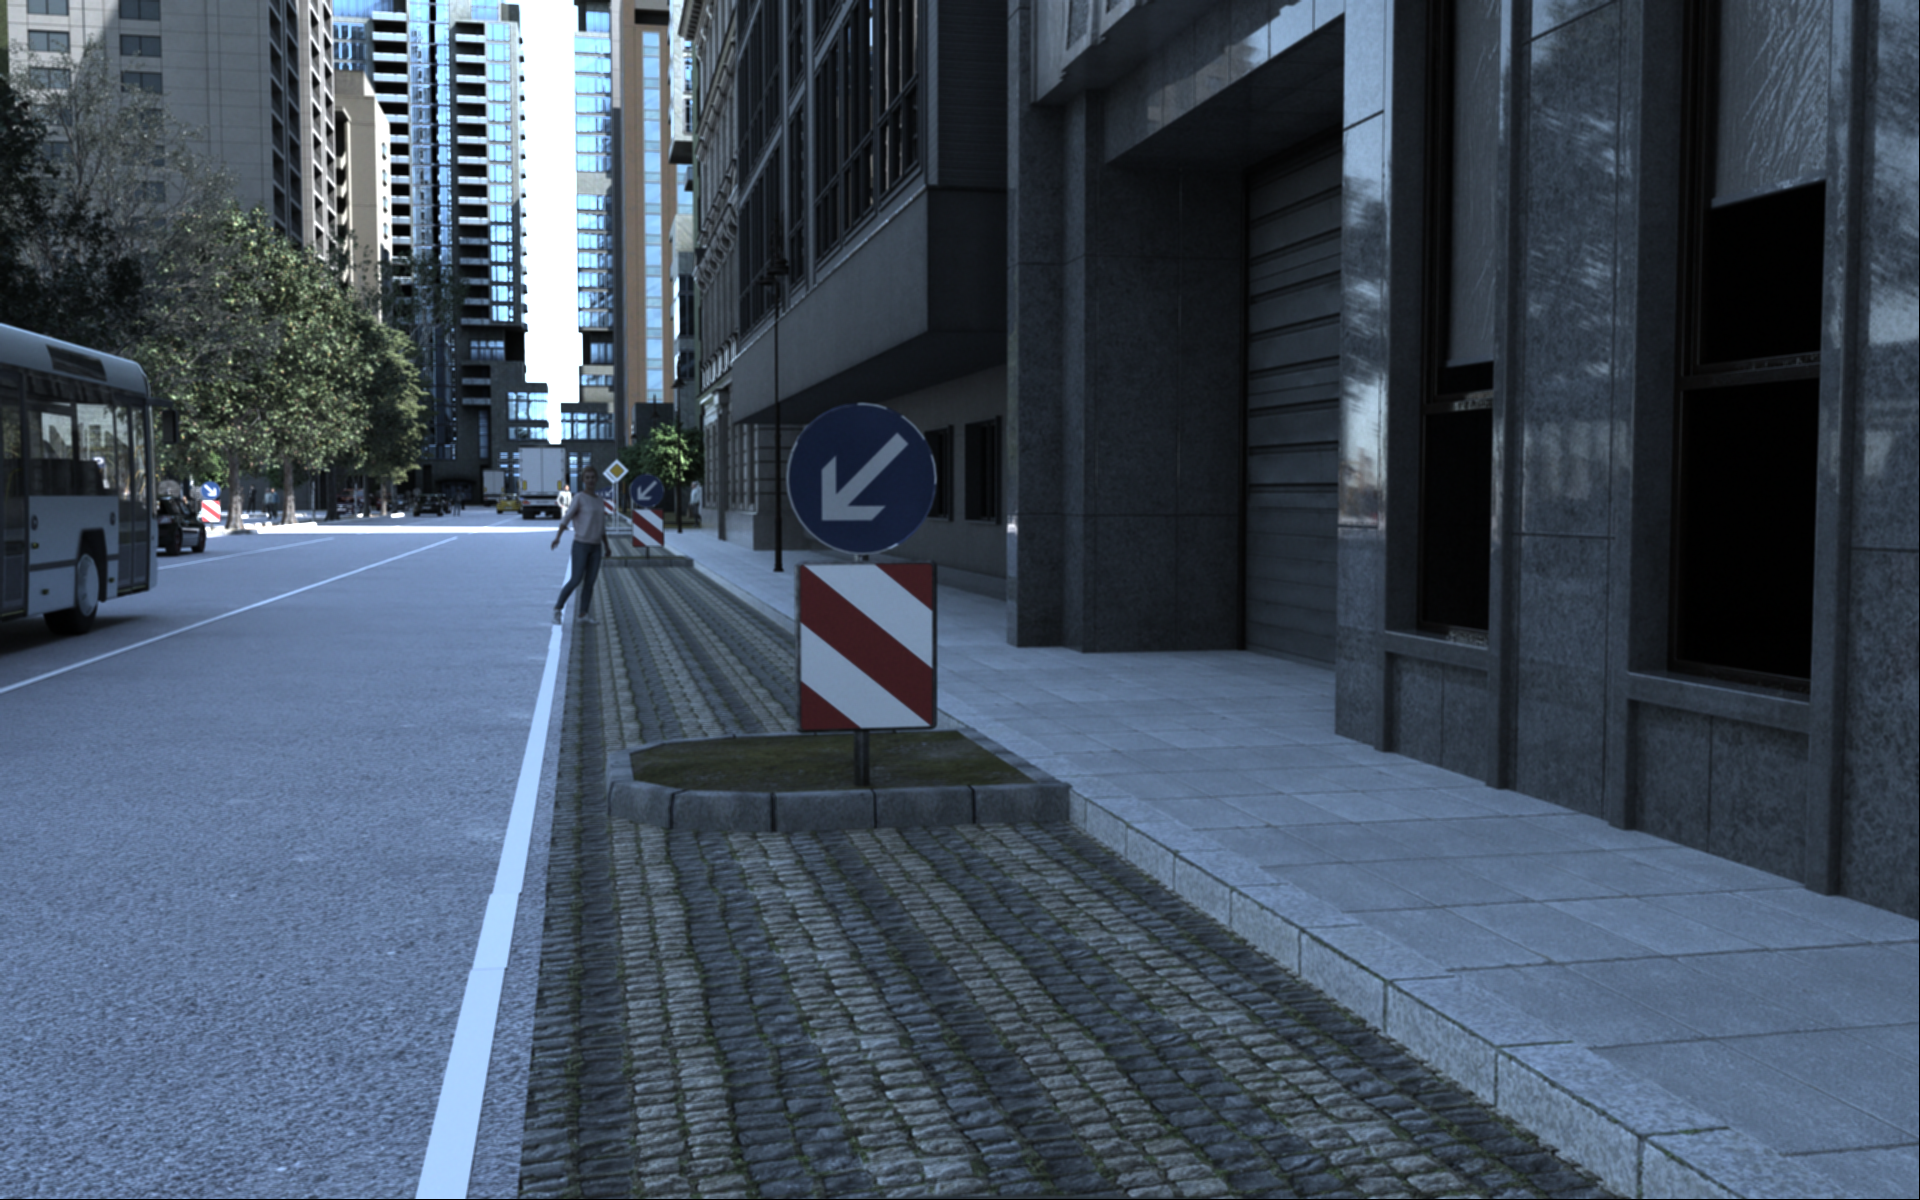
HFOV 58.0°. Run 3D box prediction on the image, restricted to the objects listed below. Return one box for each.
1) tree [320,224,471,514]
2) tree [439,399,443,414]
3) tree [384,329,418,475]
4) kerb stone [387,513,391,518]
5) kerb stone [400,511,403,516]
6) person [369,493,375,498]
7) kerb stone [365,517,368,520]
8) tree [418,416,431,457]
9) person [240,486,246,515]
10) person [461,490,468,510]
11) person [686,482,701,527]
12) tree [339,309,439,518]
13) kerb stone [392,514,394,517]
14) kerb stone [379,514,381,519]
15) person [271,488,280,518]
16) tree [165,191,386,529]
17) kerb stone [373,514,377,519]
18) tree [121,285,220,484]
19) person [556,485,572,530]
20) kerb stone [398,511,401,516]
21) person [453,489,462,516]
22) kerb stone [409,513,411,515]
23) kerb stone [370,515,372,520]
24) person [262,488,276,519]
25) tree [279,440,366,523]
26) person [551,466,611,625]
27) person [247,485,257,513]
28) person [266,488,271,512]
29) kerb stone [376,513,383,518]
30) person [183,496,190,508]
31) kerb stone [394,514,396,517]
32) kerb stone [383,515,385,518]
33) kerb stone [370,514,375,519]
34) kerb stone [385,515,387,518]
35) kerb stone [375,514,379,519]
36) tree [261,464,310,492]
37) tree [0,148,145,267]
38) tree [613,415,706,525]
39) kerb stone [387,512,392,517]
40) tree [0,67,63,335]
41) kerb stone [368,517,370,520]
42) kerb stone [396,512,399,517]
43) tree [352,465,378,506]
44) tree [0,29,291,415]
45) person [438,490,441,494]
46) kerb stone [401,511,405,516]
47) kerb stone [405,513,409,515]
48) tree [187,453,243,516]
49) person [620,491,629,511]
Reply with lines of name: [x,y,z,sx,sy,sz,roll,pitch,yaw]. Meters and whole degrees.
tree: [-41.212,-16.126,122.001,12.611,20.169,13.585,0,3,0]
tree: [-37.675,-11.746,112.633,7.486,12.596,7.792,0,3,0]
tree: [-29.294,-9.532,75.316,9.611,12.733,9.660,0,3,0]
kerb stone: [-34.897,-5.084,105.349,0.120,0.150,1.000,-1,4,-12]
kerb stone: [-36.417,-5.515,112.369,0.120,0.150,1.000,-1,4,-12]
person: [-60.793,-10.364,178.677,0.628,1.438,0.799,1,4,11]
kerb stone: [-32.523,-4.411,94.317,0.120,0.150,1.000,-1,4,-12]
tree: [-32.683,-10.424,89.889,9.611,12.733,9.660,0,3,0]
person: [-44.811,-6.224,108.149,0.374,1.781,0.599,0,4,1]
person: [-45.327,-9.148,158.051,0.705,1.826,1.348,-3,5,-42]
person: [-10.325,-3.733,67.556,0.515,1.767,0.782,-2,4,-35]
tree: [-36.244,-11.291,105.195,7.486,12.596,7.792,0,3,0]
kerb stone: [-35.336,-5.208,107.351,0.120,0.150,1.000,-1,4,-12]
kerb stone: [-33.822,-4.780,100.347,0.120,0.150,1.000,-1,4,-12]
person: [-40.666,-5.747,102.806,0.601,1.785,0.444,3,4,38]
tree: [-27.392,-8.909,65.120,9.611,12.733,9.660,0,3,0]
kerb stone: [-33.384,-4.657,98.335,0.120,0.150,1.000,-1,4,-12]
tree: [-43.493,-10.709,93.213,7.486,12.596,7.792,0,3,0]
person: [-15.934,-3.747,69.859,0.391,1.810,0.635,3,5,39]
kerb stone: [-36.204,-5.454,111.363,0.120,0.150,1.000,-1,4,-12]
person: [-32.679,-6.352,112.695,0.623,1.781,0.721,-1,4,-12]
kerb stone: [-37.506,-5.821,117.376,0.120,0.150,1.000,-1,4,-12]
kerb stone: [-32.957,-4.534,96.327,0.120,0.150,1.000,-1,4,-12]
person: [-39.133,-5.443,97.982,0.782,1.767,0.515,1,4,21]
tree: [-31.090,-7.970,83.122,4.360,8.622,3.978,0,3,0]
person: [-4.225,-0.596,18.911,0.598,1.740,0.731,1,4,23]
person: [-47.224,-6.730,115.442,0.648,1.900,0.474,0,4,5]
person: [-50.494,-7.340,126.608,0.519,1.759,0.362,1,4,23]
kerb stone: [-34.035,-4.835,101.348,0.120,0.150,1.000,-1,4,-12]
person: [-48.482,-5.939,108.650,1.012,1.151,0.738,-2,4,-32]
kerb stone: [-35.551,-5.269,108.350,0.120,0.150,1.000,-1,4,-12]
kerb stone: [-34.256,-4.900,102.346,0.120,0.150,1.000,-1,4,-12]
kerb stone: [-33.168,-4.593,97.327,0.120,0.150,1.000,-1,4,-12]
kerb stone: [-34.471,-4.963,103.346,0.120,0.150,1.000,-1,4,-12]
kerb stone: [-33.610,-4.719,99.343,0.120,0.150,1.000,-1,4,-12]
tree: [-50.812,-8.973,130.424,4.285,4.588,4.351,0,3,0]
tree: [-21.025,-6.070,36.118,8.767,10.594,7.601,-1,4,-12]
tree: [-12.553,-5.691,76.754,4.285,4.588,4.351,0,3,0]
kerb stone: [-35.123,-5.147,106.348,0.120,0.150,1.000,-1,4,-12]
tree: [-18.908,-6.594,27.285,9.611,12.733,9.660,0,3,0]
kerb stone: [-32.732,-4.473,95.324,0.120,0.150,1.000,-1,4,-12]
kerb stone: [-35.995,-5.390,110.355,0.120,0.150,1.000,-1,4,-12]
tree: [-60.783,-14.998,179.631,8.767,10.594,7.601,0,4,-2]
tree: [-23.254,-8.124,45.662,12.009,13.543,11.850,0,3,0]
person: [-55.084,-10.677,183.066,1.348,1.824,0.705,-3,5,-41]
kerb stone: [-36.638,-5.576,113.371,0.120,0.150,1.000,-1,4,-12]
kerb stone: [-37.291,-5.760,116.375,0.120,0.150,1.000,-1,4,-12]
tree: [-43.475,-7.172,100.968,4.285,4.588,4.351,0,3,0]
person: [-24.521,-7.391,126.862,0.794,1.824,0.713,0,4,-8]
